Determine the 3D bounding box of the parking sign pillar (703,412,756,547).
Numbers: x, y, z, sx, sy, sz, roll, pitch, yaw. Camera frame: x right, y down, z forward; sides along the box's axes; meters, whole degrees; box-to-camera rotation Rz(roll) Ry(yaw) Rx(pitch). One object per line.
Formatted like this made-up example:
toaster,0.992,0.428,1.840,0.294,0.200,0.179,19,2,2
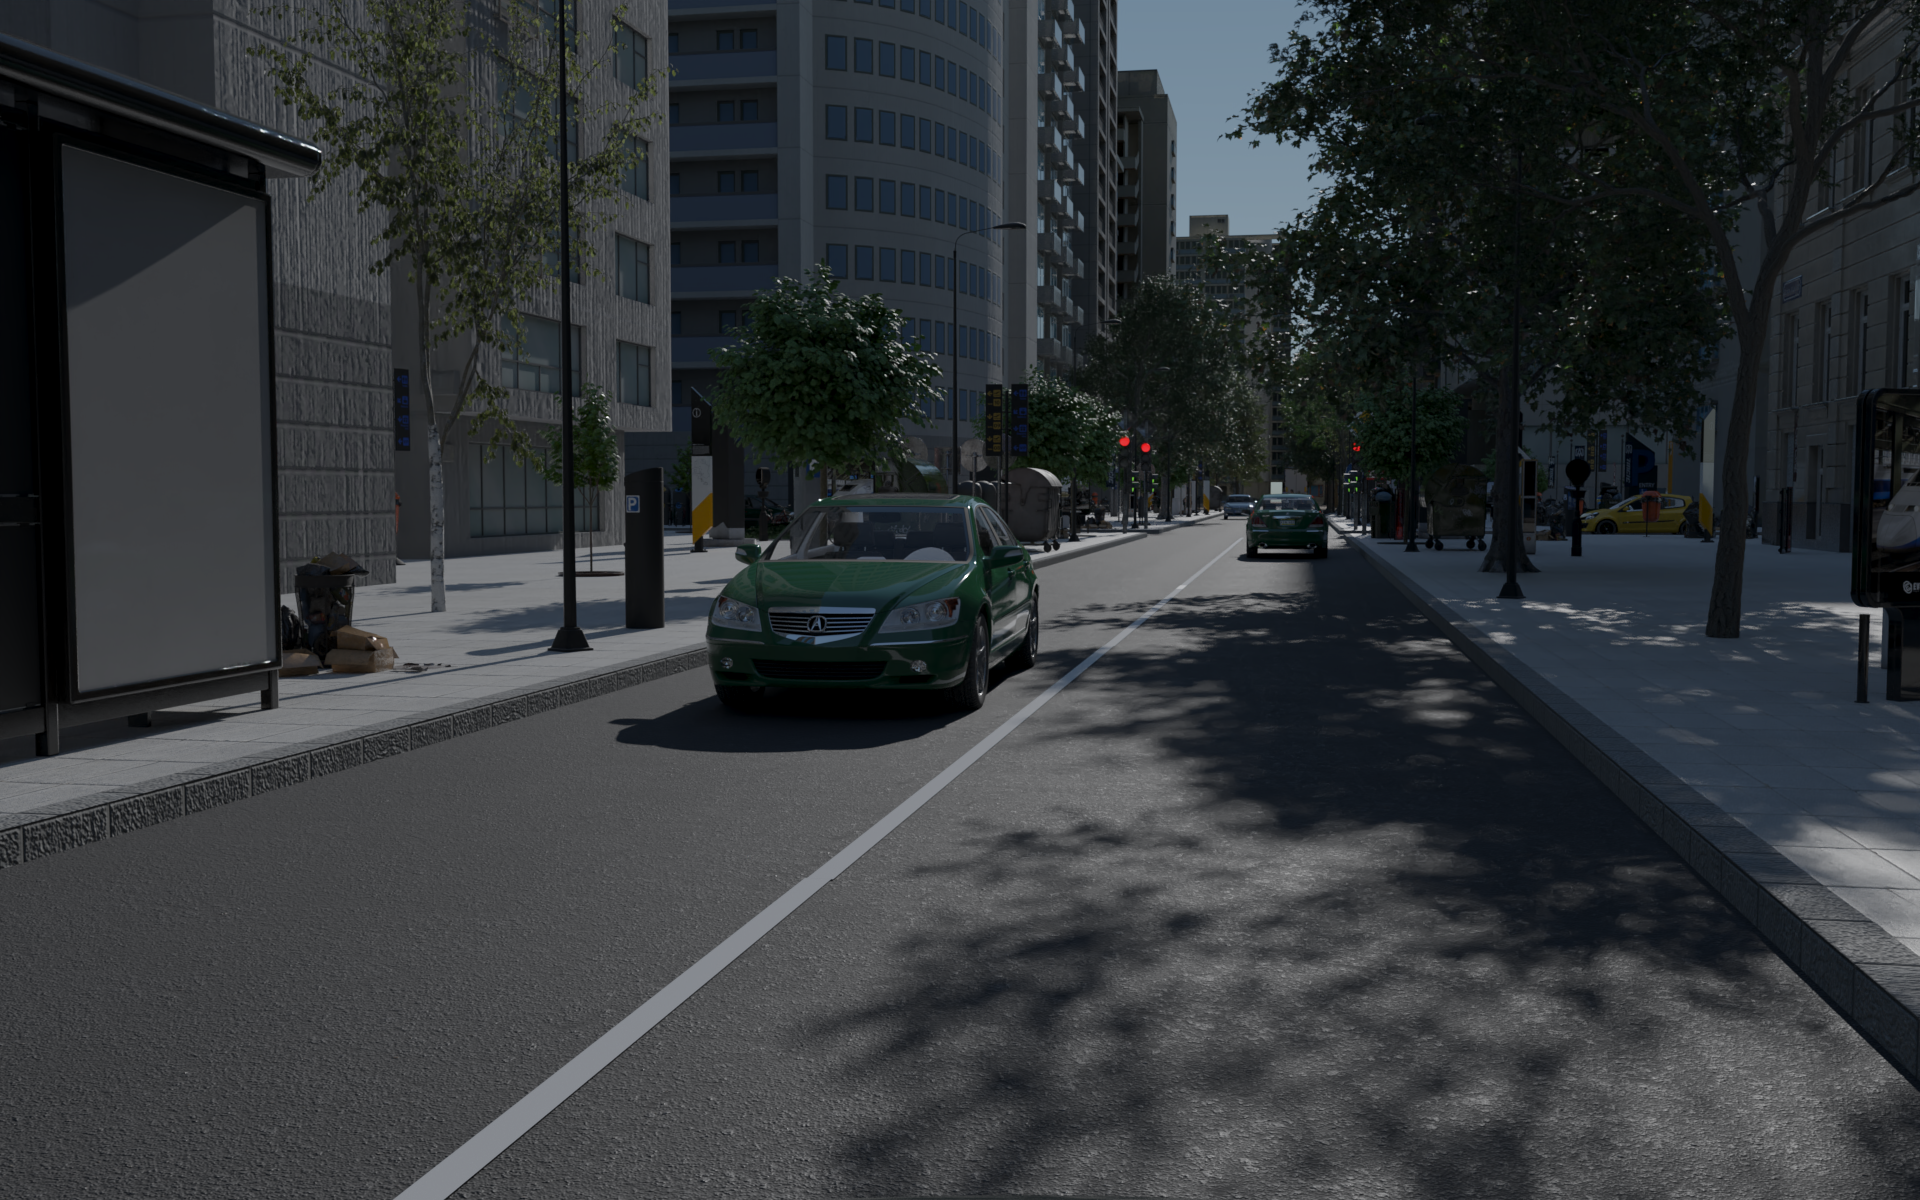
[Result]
parking sign pillar,-5.747,-3.308,42.553,1.447,3.967,1.447,-2,4,-30

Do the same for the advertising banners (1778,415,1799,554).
advertising banners,18.114,-2.546,37.818,0.090,3.025,2.074,2,4,34

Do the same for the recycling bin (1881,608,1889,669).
recycling bin,7.237,-0.001,12.576,0.722,1.027,0.722,-2,4,-30

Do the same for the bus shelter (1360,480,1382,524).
bus shelter,19.174,-6.186,78.773,2.179,5.291,8.768,1,4,11

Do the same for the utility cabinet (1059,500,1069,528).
utility cabinet,3.734,-3.321,65.457,1.020,1.237,0.306,1,4,13

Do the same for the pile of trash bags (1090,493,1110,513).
pile of trash bags,9.439,-6.764,120.341,1.912,1.369,3.447,0,4,0

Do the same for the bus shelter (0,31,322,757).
bus shelter,-5.659,-1.745,6.167,2.179,5.291,8.768,1,4,11

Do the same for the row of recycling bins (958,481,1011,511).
row of recycling bins,0.895,-2.947,55.292,1.069,1.692,3.534,2,4,26

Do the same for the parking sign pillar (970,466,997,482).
parking sign pillar,1.078,-5.312,75.329,1.447,3.967,1.447,2,4,29

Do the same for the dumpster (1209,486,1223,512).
dumpster,17.935,-7.153,122.713,1.264,1.857,1.865,1,4,11

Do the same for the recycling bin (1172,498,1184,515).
recycling bin,13.611,-5.825,107.791,0.722,1.027,0.722,-2,4,-29

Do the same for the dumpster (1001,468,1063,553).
dumpster,1.550,-2.012,38.656,1.264,1.857,1.865,1,4,11

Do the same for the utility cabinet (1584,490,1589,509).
utility cabinet,36.674,-5.689,101.692,0.318,1.500,1.173,1,4,11

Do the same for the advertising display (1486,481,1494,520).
advertising display,26.636,-4.965,86.398,0.974,1.923,0.123,-1,4,-14

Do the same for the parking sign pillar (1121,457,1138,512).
parking sign pillar,11.966,-8.206,122.642,1.447,3.967,1.447,2,4,25

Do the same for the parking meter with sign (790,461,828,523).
parking meter with sign,-2.445,-1.976,28.566,0.543,3.016,1.738,-1,4,-20

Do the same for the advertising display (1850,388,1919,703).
advertising display,5.951,-0.338,10.733,0.974,1.923,0.123,-1,4,-19

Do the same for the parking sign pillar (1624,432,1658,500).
parking sign pillar,29.681,-5.321,75.475,1.447,3.967,1.447,0,4,-6

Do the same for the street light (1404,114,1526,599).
street light,6.260,-2.980,21.268,1.470,5.913,1.316,1,4,11

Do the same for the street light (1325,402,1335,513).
street light,15.921,-6.048,71.428,1.470,5.913,1.316,1,4,11

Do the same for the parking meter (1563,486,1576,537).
parking meter,18.373,-2.676,52.161,0.372,1.533,0.369,0,3,0

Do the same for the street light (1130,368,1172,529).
street light,7.012,-5.582,63.808,1.470,5.913,1.316,1,4,11

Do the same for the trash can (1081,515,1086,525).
trash can,4.722,-3.517,69.159,0.748,1.137,0.748,0,3,0

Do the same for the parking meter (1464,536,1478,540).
parking meter,14.391,-2.633,48.760,0.399,1.863,0.255,1,4,10

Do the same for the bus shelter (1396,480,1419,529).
bus shelter,16.968,-4.484,64.595,1.731,3.624,6.357,1,4,11

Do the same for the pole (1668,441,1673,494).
pole,27.372,-4.460,66.769,0.158,3.312,0.155,0,3,0

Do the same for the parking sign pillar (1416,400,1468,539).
parking sign pillar,13.851,-3.744,49.680,1.447,3.967,1.447,1,4,11

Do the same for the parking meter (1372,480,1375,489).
parking meter,17.066,-3.983,70.833,0.399,1.863,0.255,-3,5,-42

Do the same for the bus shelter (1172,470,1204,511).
bus shelter,14.725,-7.256,112.552,2.014,3.302,5.546,1,4,11

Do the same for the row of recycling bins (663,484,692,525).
row of recycling bins,-11.070,-3.928,71.330,3.534,1.692,1.069,1,4,18

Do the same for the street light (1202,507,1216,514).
street light,13.205,-7.534,95.725,1.470,5.913,1.316,1,4,11

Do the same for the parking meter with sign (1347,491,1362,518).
parking meter with sign,21.269,-5.867,92.189,1.738,3.016,0.543,-3,5,-42

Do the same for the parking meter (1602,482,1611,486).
parking meter,31.579,-4.824,84.587,0.399,1.863,0.255,3,4,38

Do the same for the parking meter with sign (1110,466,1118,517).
parking meter with sign,8.761,-6.219,97.940,0.543,3.016,1.738,1,4,9

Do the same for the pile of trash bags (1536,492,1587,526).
pile of trash bags,24.036,-3.621,68.948,1.912,1.369,3.447,0,4,-2

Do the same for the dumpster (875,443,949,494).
dumpster,-1.140,-1.861,32.918,1.502,2.255,1.985,1,4,11

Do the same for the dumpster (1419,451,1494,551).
dumpster,11.352,-2.275,39.686,1.502,2.255,1.985,1,4,11

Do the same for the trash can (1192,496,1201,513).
trash can,15.885,-6.426,116.718,0.748,1.137,0.748,0,3,0

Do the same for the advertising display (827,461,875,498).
advertising display,-1.995,-1.569,30.865,0.974,1.923,0.123,-1,4,-13

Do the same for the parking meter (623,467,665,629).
parking meter,-3.023,-0.500,16.588,0.372,1.533,0.369,0,3,0

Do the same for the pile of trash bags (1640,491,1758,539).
pile of trash bags,21.651,-2.512,50.830,1.912,1.369,3.447,-3,5,-44

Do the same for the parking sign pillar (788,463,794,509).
parking sign pillar,-6.226,-4.956,69.496,1.447,3.967,1.447,0,4,6

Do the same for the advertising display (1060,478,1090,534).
advertising display,3.737,-3.122,56.256,0.974,1.923,0.123,0,4,-2

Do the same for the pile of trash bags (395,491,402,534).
pile of trash bags,-18.058,-2.619,52.581,3.447,1.369,1.912,2,4,32

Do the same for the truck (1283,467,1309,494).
truck,35.767,-11.957,184.417,2.839,4.237,11.283,1,4,11

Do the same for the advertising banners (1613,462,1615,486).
advertising banners,36.374,-6.102,95.958,0.090,3.025,2.074,2,4,31

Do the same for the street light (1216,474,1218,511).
street light,16.462,-8.543,112.227,1.470,5.913,1.316,1,4,11

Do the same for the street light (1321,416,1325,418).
street light,19.083,-7.023,87.363,1.470,5.913,1.316,1,4,11

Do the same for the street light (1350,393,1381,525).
street light,9.512,-4.029,38.419,1.470,5.913,1.316,1,4,11

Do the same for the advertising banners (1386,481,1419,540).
advertising banners,12.281,-3.189,48.329,0.090,3.025,2.074,3,5,42

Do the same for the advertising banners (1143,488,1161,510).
advertising banners,15.344,-8.626,137.229,2.074,3.025,0.090,-1,4,-23

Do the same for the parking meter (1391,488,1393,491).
parking meter,17.243,-3.752,69.753,0.372,1.533,0.369,0,3,0

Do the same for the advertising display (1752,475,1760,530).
advertising display,27.589,-3.353,60.038,0.123,1.923,0.974,1,4,19

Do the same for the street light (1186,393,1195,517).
street light,10.156,-6.558,79.767,1.470,5.913,1.316,1,4,11
